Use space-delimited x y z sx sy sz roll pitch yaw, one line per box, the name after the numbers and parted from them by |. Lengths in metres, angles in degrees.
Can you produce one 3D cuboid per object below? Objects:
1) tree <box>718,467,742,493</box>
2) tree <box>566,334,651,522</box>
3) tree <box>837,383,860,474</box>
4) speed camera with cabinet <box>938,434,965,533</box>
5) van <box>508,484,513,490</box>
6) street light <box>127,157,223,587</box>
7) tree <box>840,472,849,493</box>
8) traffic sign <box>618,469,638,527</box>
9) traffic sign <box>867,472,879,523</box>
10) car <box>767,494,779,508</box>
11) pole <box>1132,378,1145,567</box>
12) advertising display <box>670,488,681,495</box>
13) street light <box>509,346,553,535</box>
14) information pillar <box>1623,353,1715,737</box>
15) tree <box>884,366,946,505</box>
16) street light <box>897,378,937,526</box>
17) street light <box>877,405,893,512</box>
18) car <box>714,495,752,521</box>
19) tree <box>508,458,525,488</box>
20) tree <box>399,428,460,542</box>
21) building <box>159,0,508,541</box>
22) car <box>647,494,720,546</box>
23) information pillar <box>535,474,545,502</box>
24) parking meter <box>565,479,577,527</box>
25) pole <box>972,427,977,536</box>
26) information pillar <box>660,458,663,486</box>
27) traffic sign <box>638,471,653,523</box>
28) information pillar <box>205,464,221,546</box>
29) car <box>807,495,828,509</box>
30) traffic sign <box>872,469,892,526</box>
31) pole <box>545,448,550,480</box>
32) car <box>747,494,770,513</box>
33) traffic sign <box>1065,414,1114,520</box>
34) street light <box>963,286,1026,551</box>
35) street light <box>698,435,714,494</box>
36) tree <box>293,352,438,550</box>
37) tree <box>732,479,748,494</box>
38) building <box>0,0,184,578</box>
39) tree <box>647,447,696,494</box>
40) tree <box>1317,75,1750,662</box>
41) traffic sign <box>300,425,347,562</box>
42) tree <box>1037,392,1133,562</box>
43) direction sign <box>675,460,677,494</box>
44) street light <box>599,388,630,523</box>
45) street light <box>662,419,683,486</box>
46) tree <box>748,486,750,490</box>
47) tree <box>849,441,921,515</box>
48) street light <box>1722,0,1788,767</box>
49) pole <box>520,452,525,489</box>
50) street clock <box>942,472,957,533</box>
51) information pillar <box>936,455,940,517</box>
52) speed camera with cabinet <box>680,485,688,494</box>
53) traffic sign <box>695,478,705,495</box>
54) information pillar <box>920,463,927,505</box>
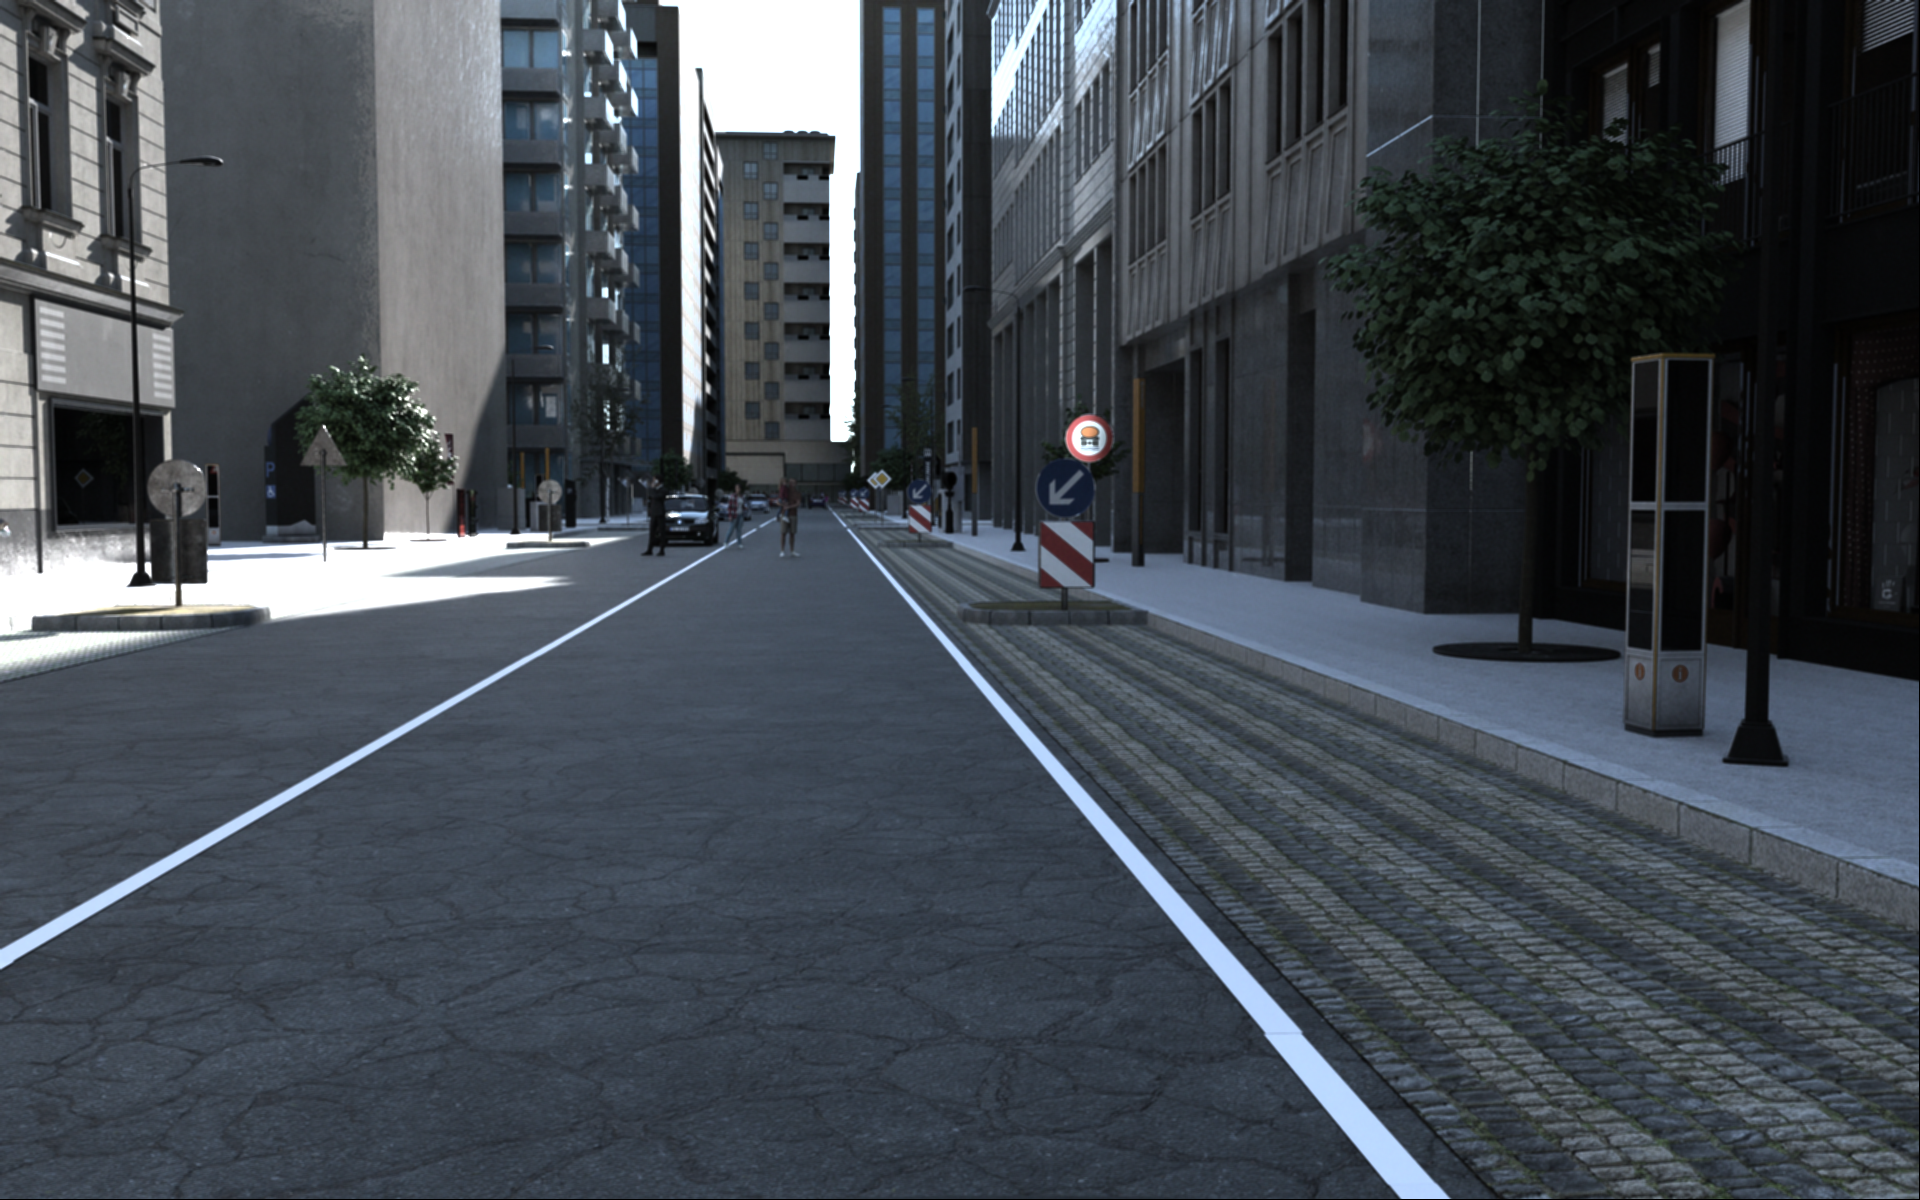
-27.811 -13.688 207.511 4.285 4.588 4.351 0 3 0 | tree
-16.330 -7.934 80.076 4.360 8.622 3.978 0 3 0 | tree
-7.660 -14.715 158.720 7.486 12.596 7.792 0 3 0 | tree
-0.306 -3.893 57.984 0.660 3.252 2.038 -1 4 -10 | speed camera with cabinet
-20.371 -3.935 71.344 4.112 2.044 2.013 0 4 -6 | van
-10.850 -3.145 23.956 1.470 5.913 1.316 0 4 -5 | street light
-9.608 -11.629 173.848 4.285 4.588 4.351 0 3 0 | tree
-13.126 -3.963 68.436 0.795 2.450 0.064 0 4 -5 | traffic sign
-3.768 -4.499 77.194 0.795 2.450 0.064 0 4 -5 | traffic sign
-19.276 -10.524 181.110 2.155 1.783 4.494 0 4 -4 | car
3.161 -2.250 30.626 0.158 3.312 0.155 0 3 0 | pole
-21.240 -7.578 129.115 0.974 1.923 0.123 1 4 14 | advertising display
-13.442 -5.003 54.348 1.470 5.913 1.316 0 4 -5 | street light
3.771 -0.290 9.227 0.304 2.012 0.304 -1 4 -10 | information pillar
-2.169 -9.169 100.273 4.737 8.622 4.395 0 3 0 | tree
-1.655 -5.918 69.305 1.470 5.913 1.316 0 4 -5 | street light
-3.427 -7.209 90.404 1.470 5.913 1.316 0 4 -5 | street light
-12.291 -5.020 94.078 2.014 1.417 4.499 0 4 -3 | car
-20.717 -5.112 78.185 1.663 3.219 1.824 0 3 0 | tree
-14.305 -3.199 46.898 1.663 3.219 1.824 0 3 0 | tree
-33.492 -15.306 54.762 34.151 26.468 19.350 0 4 -5 | building
-7.800 -2.407 49.144 2.009 1.686 4.222 0 4 -5 | car
-15.580 -3.659 64.313 0.304 2.012 0.304 0 4 2 | information pillar
-14.951 -3.722 66.572 0.399 1.863 0.255 0 4 1 | parking meter
0.447 -3.622 53.057 0.158 3.312 0.155 0 3 0 | pole
-19.112 -7.328 111.171 0.183 3.616 0.504 1 4 9 | information pillar
-13.780 -4.450 76.394 0.795 2.450 0.064 0 4 -5 | traffic sign
-18.404 -2.334 42.656 0.304 2.012 0.304 -2 4 -27 | information pillar
-13.781 -9.484 167.651 1.945 1.354 3.894 0 4 -6 | car
-3.113 -4.012 69.236 0.795 2.450 0.064 0 4 -5 | traffic sign
-18.190 -5.049 76.390 0.158 3.312 0.155 0 3 0 | pole
-15.177 -7.177 129.349 2.014 1.417 4.499 0 4 -3 | car
2.063 -1.686 27.669 0.768 2.556 0.104 0 4 1 | traffic sign
0.773 -4.059 38.901 1.470 5.913 1.316 0 4 -5 | street light
-20.133 -10.066 137.123 1.470 5.913 1.316 0 4 -5 | street light
-13.828 -3.452 40.162 4.285 4.588 4.351 0 3 0 | tree
-28.186 -13.753 219.462 1.663 3.219 1.824 0 3 0 | tree
-21.605 -14.482 13.197 17.030 29.872 44.131 0 4 -5 | building
-20.056 -8.344 120.142 4.285 4.588 4.351 0 3 0 | tree
4.464 -1.836 13.735 4.285 4.588 4.351 0 3 0 | tree
-11.938 -1.987 32.486 0.884 2.594 0.081 0 4 2 | traffic sign
2.213 -2.347 32.980 1.663 3.219 1.824 0 3 0 | tree
-18.807 -7.511 114.794 0.379 3.537 0.876 0 4 0 | direction sign
-15.187 -6.334 76.097 1.470 5.913 1.316 0 4 -5 | street light
-17.746 -8.206 106.714 1.470 5.913 1.316 0 4 -5 | street light
-28.213 -14.166 226.215 1.663 3.219 1.824 0 3 0 | tree
-4.281 -7.945 113.613 4.285 4.588 4.351 0 3 0 | tree
3.280 -2.175 8.100 1.470 5.913 1.316 0 4 -5 | street light
-21.221 -5.516 84.023 0.158 3.312 0.155 0 3 0 | pole
-0.341 -3.171 56.412 0.358 2.002 0.471 3 5 41 | street clock
-1.306 -6.505 97.710 0.183 3.616 0.504 3 5 43 | information pillar
-21.328 -8.515 133.563 0.660 3.252 2.038 1 4 16 | speed camera with cabinet
-20.351 -8.289 135.629 0.768 2.556 0.104 0 4 -2 | traffic sign
-2.790 -8.615 132.204 0.504 3.616 0.183 -1 4 -16 | information pillar
